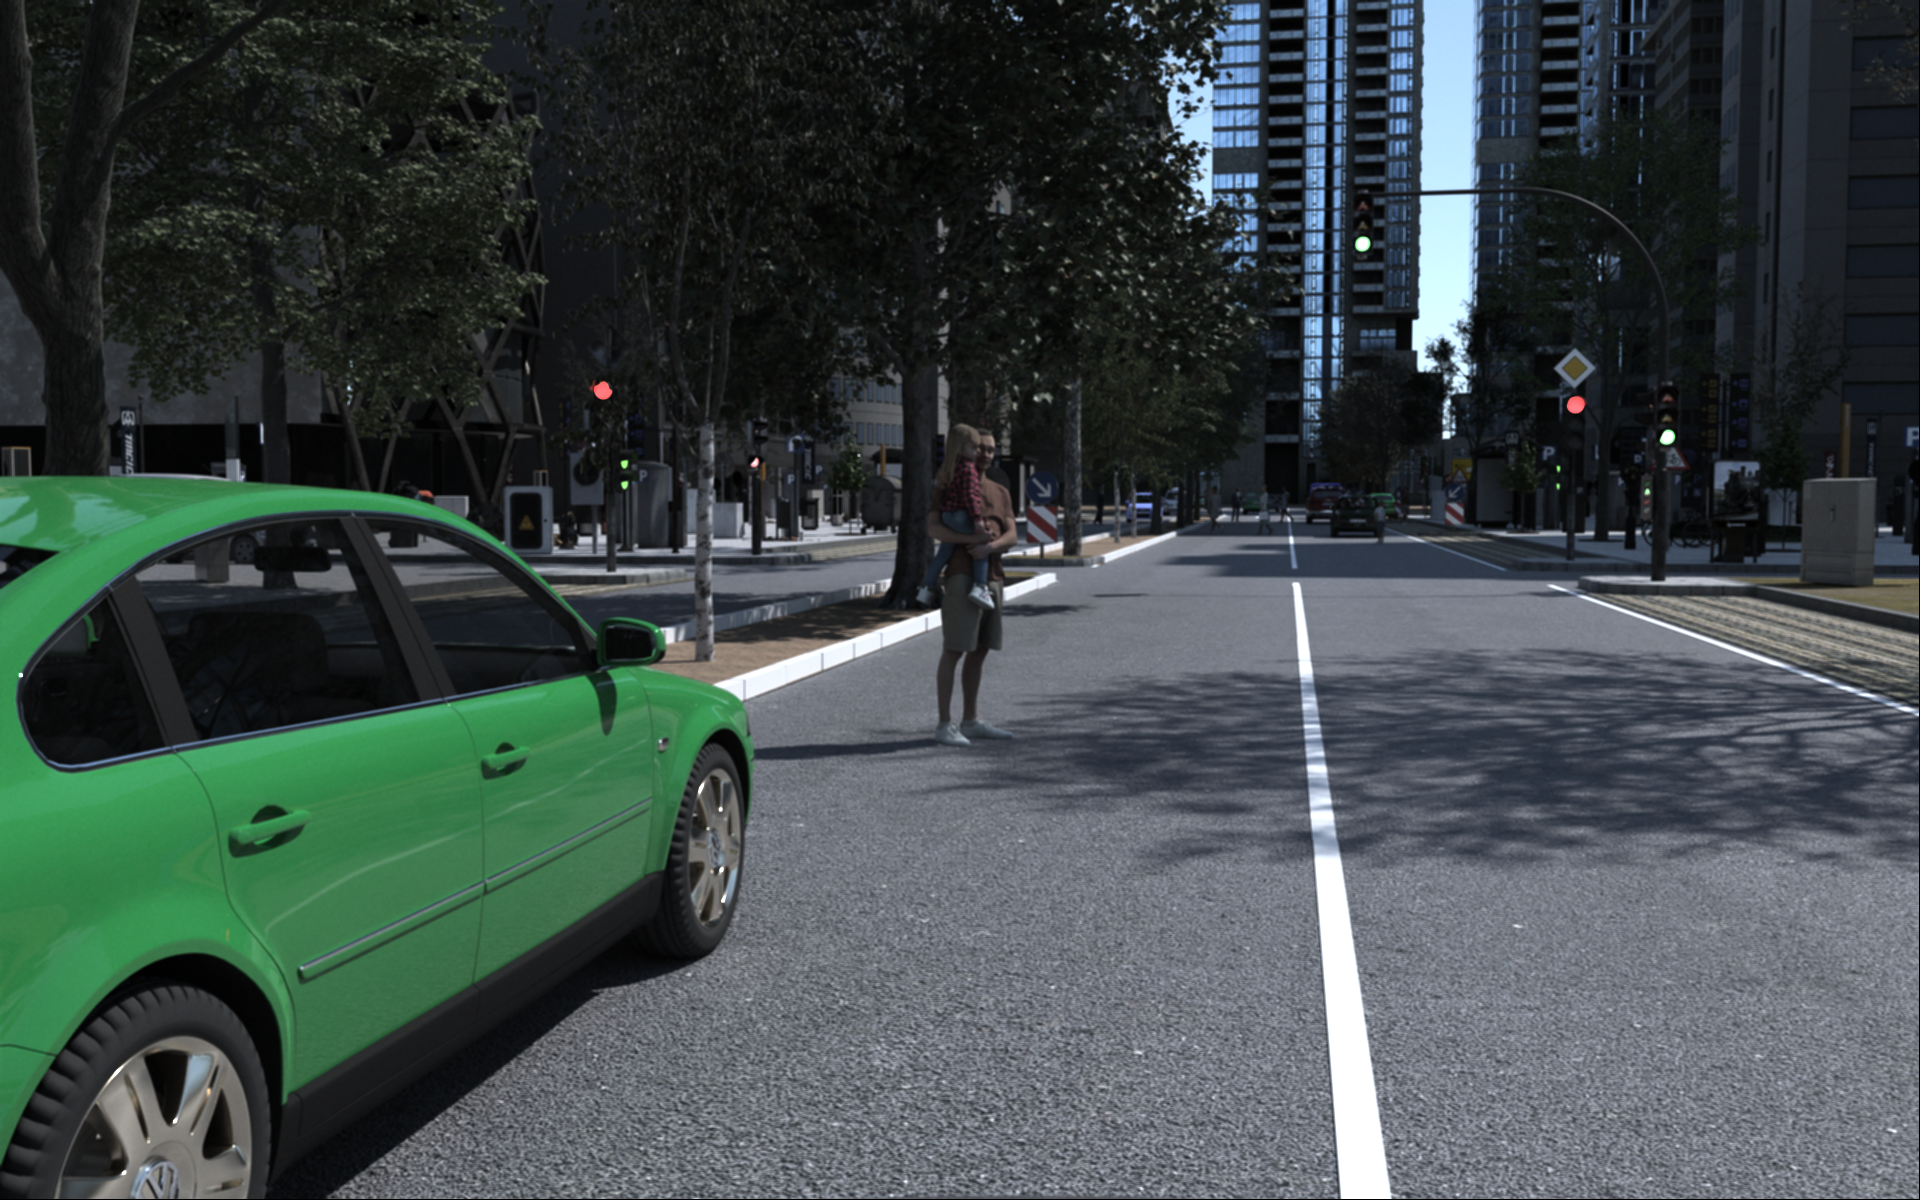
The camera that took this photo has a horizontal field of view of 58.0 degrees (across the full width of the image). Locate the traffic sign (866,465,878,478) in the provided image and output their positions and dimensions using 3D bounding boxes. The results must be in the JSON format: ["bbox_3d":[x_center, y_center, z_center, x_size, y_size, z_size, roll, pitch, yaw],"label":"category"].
[{"bbox_3d":[-3.925,-4.562,74.699,0.768,2.556,0.104,1,4,14],"label":"traffic sign"}]

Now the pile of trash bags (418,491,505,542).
[{"bbox_3d":[-13.093,-2.273,46.921,3.447,1.369,1.912,-2,4,-25],"label":"pile of trash bags"}]

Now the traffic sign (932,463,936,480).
[{"bbox_3d":[-1.290,-4.217,69.050,0.768,2.556,0.104,1,4,13],"label":"traffic sign"}]

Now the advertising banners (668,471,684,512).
[{"bbox_3d":[-19.657,-7.318,115.835,2.074,3.025,0.090,-1,4,-16],"label":"advertising banners"}]

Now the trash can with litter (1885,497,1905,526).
[{"bbox_3d":[37.584,-3.538,69.237,1.055,1.170,0.624,2,4,28],"label":"trash can with litter"}]

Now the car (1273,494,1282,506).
[{"bbox_3d":[32.480,-10.182,178.276,2.131,1.459,4.920,1,4,12],"label":"car"}]

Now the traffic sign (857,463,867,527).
[{"bbox_3d":[-4.023,-4.178,68.414,0.768,2.556,0.104,1,4,17],"label":"traffic sign"}]

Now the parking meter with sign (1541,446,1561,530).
[{"bbox_3d":[21.629,-4.101,63.305,0.543,3.016,1.738,2,4,27],"label":"parking meter with sign"}]

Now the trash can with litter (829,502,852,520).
[{"bbox_3d":[-5.900,-4.535,85.529,1.055,1.170,0.624,-3,4,-37],"label":"trash can with litter"}]

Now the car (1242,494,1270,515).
[{"bbox_3d":[20.739,-6.878,121.258,1.959,1.807,4.718,1,4,11],"label":"car"}]

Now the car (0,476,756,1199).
[{"bbox_3d":[-1.863,0.284,4.158,1.959,1.807,4.718,1,4,11],"label":"car"}]

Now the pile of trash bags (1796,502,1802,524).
[{"bbox_3d":[35.468,-3.898,73.492,1.912,1.369,3.447,3,5,44],"label":"pile of trash bags"}]

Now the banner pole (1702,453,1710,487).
[{"bbox_3d":[33.546,-5.391,78.153,0.863,3.779,0.401,0,4,-2],"label":"banner pole"}]

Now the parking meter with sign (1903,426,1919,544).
[{"bbox_3d":[24.918,-2.985,45.070,0.543,3.016,1.738,2,4,35],"label":"parking meter with sign"}]

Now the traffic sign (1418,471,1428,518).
[{"bbox_3d":[25.357,-5.769,94.335,0.884,2.594,0.081,1,4,11],"label":"traffic sign"}]

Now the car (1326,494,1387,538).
[{"bbox_3d":[13.361,-2.968,58.319,2.009,1.686,4.222,1,4,12],"label":"car"}]

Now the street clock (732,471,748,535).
[{"bbox_3d":[-6.824,-3.008,53.749,0.471,2.002,0.358,3,5,42],"label":"street clock"}]

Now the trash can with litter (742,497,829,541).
[{"bbox_3d":[-5.059,-2.243,47.738,2.233,1.210,1.678,3,5,42],"label":"trash can with litter"}]

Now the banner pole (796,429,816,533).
[{"bbox_3d":[-5.107,-4.069,56.552,0.863,3.779,0.401,1,4,16],"label":"banner pole"}]

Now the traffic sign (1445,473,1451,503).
[{"bbox_3d":[29.684,-6.406,104.838,0.768,2.556,0.104,1,4,13],"label":"traffic sign"}]

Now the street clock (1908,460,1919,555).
[{"bbox_3d":[20.149,-1.943,36.333,0.358,2.002,0.471,-1,4,-20],"label":"street clock"}]

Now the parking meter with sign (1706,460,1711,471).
[{"bbox_3d":[37.652,-5.675,89.042,0.543,3.016,1.738,-3,5,-42],"label":"parking meter with sign"}]

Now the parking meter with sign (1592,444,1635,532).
[{"bbox_3d":[22.617,-3.890,59.858,0.543,3.016,1.738,-1,4,-17],"label":"parking meter with sign"}]

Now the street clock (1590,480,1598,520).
[{"bbox_3d":[31.940,-5.022,86.683,0.471,2.002,0.358,2,4,32],"label":"street clock"}]

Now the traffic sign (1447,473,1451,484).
[{"bbox_3d":[28.593,-6.129,100.309,0.768,2.556,0.104,1,4,18],"label":"traffic sign"}]

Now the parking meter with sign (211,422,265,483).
[{"bbox_3d":[-17.741,-2.799,42.030,1.738,3.016,0.543,0,4,-2],"label":"parking meter with sign"}]

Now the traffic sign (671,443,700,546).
[{"bbox_3d":[-6.761,-2.600,42.618,0.768,2.556,0.104,1,4,13],"label":"traffic sign"}]

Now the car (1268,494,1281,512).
[{"bbox_3d":[24.712,-7.761,138.890,2.014,1.417,4.499,1,4,9],"label":"car"}]

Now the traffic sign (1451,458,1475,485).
[{"bbox_3d":[28.947,-6.365,97.946,2.265,3.308,0.079,1,4,13],"label":"traffic sign"}]

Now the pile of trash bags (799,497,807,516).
[{"bbox_3d":[-10.422,-5.630,101.797,3.447,1.369,1.912,0,4,-1],"label":"pile of trash bags"}]

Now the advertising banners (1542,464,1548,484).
[{"bbox_3d":[35.209,-6.507,102.579,2.074,3.025,0.090,-2,4,-26],"label":"advertising banners"}]

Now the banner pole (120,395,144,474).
[{"bbox_3d":[-20.826,-3.285,43.720,0.401,3.779,0.863,2,4,24],"label":"banner pole"}]

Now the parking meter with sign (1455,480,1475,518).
[{"bbox_3d":[27.035,-5.868,92.196,1.738,3.016,0.543,-3,4,-37],"label":"parking meter with sign"}]

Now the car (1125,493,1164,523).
[{"bbox_3d":[9.324,-4.760,87.413,1.945,1.707,3.694,1,4,9],"label":"car"}]

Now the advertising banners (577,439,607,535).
[{"bbox_3d":[-11.087,-3.579,54.708,2.074,3.025,0.090,1,4,8],"label":"advertising banners"}]

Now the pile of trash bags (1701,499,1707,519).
[{"bbox_3d":[35.451,-4.326,80.483,3.447,1.369,1.912,-3,5,-42],"label":"pile of trash bags"}]

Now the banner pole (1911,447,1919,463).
[{"bbox_3d":[37.198,-4.723,67.233,0.401,3.779,0.863,-1,4,-11],"label":"banner pole"}]

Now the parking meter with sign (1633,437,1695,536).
[{"bbox_3d":[21.491,-3.446,52.597,0.543,3.016,1.738,-2,4,-33],"label":"parking meter with sign"}]

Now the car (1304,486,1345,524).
[{"bbox_3d":[17.806,-4.602,83.908,2.281,1.827,5.304,1,4,11],"label":"car"}]

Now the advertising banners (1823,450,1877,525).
[{"bbox_3d":[35.258,-4.432,68.644,2.074,3.025,0.090,1,4,11],"label":"advertising banners"}]

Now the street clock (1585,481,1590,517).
[{"bbox_3d":[35.085,-5.640,96.777,0.471,2.002,0.358,0,4,-6],"label":"street clock"}]

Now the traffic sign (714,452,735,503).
[{"bbox_3d":[-7.125,-3.179,52.077,0.768,2.556,0.104,1,4,18],"label":"traffic sign"}]

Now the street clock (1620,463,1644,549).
[{"bbox_3d":[15.553,-2.176,40.141,0.471,2.002,0.358,0,4,-4],"label":"street clock"}]

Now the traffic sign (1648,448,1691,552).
[{"bbox_3d":[15.759,-2.355,38.507,0.884,2.594,0.081,1,4,15],"label":"traffic sign"}]

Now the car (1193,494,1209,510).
[{"bbox_3d":[21.814,-8.912,157.516,2.131,1.459,4.920,1,4,12],"label":"car"}]

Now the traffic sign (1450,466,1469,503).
[{"bbox_3d":[23.380,-4.961,81.120,0.884,2.594,0.081,1,4,11],"label":"traffic sign"}]

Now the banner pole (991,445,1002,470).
[{"bbox_3d":[1.474,-5.339,77.306,0.863,3.779,0.401,1,4,8],"label":"banner pole"}]

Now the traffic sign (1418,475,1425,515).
[{"bbox_3d":[28.635,-6.533,106.926,0.768,2.556,0.104,1,4,14],"label":"traffic sign"}]

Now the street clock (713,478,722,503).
[{"bbox_3d":[-10.985,-4.515,78.392,0.471,2.002,0.358,1,4,16],"label":"street clock"}]

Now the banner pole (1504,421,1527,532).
[{"bbox_3d":[19.109,-4.250,59.498,0.863,3.779,0.401,2,4,28],"label":"banner pole"}]

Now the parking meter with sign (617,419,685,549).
[{"bbox_3d":[-7.218,-2.726,40.831,0.543,3.016,1.738,2,4,30],"label":"parking meter with sign"}]

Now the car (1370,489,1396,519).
[{"bbox_3d":[23.923,-5.503,98.766,1.959,1.807,4.718,1,4,9],"label":"car"}]

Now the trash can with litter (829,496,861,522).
[{"bbox_3d":[-5.691,-4.218,80.026,1.678,1.210,2.233,-3,4,-38],"label":"trash can with litter"}]

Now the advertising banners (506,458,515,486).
[{"bbox_3d":[-19.081,-4.592,71.272,2.074,3.025,0.090,2,4,28],"label":"advertising banners"}]

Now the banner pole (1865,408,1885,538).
[{"bbox_3d":[26.640,-3.698,50.483,0.863,3.779,0.401,-2,4,-29],"label":"banner pole"}]
